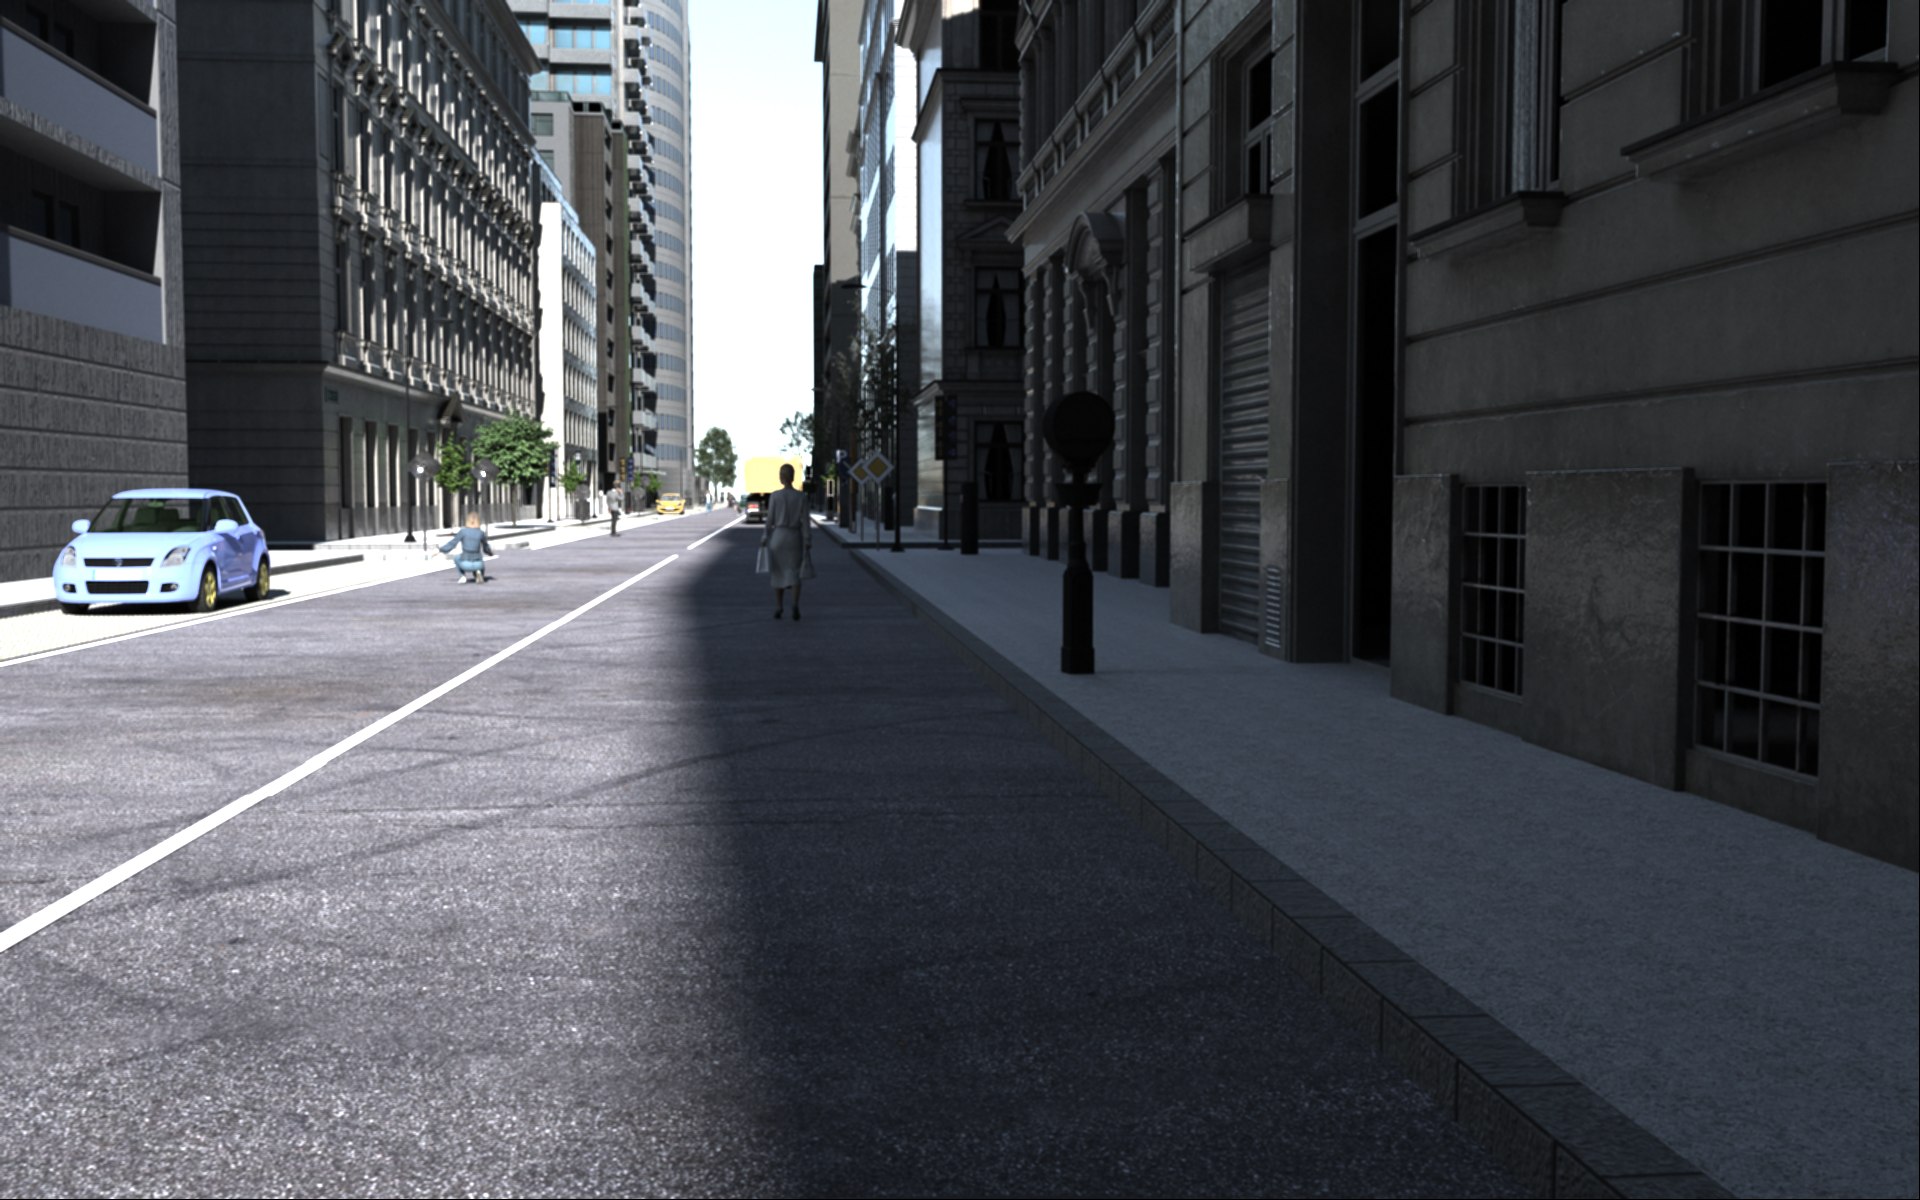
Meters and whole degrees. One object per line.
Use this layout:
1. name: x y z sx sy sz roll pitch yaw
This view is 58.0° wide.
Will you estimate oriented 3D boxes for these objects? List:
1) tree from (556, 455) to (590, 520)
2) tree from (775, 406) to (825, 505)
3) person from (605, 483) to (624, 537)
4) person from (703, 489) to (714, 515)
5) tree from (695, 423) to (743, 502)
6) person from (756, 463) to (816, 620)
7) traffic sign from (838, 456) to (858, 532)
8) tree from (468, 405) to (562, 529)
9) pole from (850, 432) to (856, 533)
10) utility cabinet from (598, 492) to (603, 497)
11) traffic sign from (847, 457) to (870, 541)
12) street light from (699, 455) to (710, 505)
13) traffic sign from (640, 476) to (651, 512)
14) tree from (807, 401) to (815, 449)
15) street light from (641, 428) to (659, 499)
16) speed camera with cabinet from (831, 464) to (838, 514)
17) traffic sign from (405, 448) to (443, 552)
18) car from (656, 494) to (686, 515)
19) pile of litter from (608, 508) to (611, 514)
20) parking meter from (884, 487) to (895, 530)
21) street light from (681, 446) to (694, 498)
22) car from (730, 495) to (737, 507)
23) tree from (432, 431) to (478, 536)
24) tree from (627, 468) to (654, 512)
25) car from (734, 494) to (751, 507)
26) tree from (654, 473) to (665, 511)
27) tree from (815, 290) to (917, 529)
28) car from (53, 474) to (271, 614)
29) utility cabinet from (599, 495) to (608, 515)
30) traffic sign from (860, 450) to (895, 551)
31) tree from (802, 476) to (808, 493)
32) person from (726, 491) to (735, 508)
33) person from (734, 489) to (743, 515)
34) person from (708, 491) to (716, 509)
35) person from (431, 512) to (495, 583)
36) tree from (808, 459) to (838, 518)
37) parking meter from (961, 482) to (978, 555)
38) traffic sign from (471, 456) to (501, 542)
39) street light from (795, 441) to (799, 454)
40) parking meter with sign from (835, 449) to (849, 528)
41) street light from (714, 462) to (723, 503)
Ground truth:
1. tree: -19.119 -5.586 85.937 1.663 3.219 1.824 0 3 0
2. tree: -18.212 -17.147 206.112 9.928 11.665 9.643 0 3 0
3. person: -11.653 -3.044 58.450 0.473 1.802 0.592 -3 5 -39
4. person: -17.221 -6.700 118.387 0.623 1.781 0.721 -2 4 -32
5. tree: -39.293 -22.126 278.767 9.611 12.733 9.660 0 3 0
6. person: -1.999 -0.667 19.758 0.694 1.780 0.624 0 4 1
7. traffic sign: -3.712 -3.560 58.311 0.768 2.556 0.104 0 4 -1
8. tree: -16.413 -4.910 63.993 4.285 4.588 4.351 0 3 0
9. pole: -3.507 -3.854 56.848 0.158 3.312 0.155 0 3 0
10. utility cabinet: -23.057 -6.133 108.951 1.173 1.500 0.318 -1 4 -20
11. traffic sign: -2.671 -2.659 47.118 0.795 2.450 0.064 0 4 -6
12. street light: -30.223 -14.198 204.685 1.470 5.913 1.316 0 4 -6
13. traffic sign: -21.901 -7.365 120.520 0.768 2.556 0.104 0 4 1
14. tree: -9.098 -10.759 126.274 4.360 8.622 3.978 0 3 0
15. street light: -21.880 -9.139 121.958 1.470 5.913 1.316 0 4 -6
16. speed camera with cabinet: -8.318 -7.270 113.201 0.660 3.252 2.038 0 4 6
17. traffic sign: -11.806 -2.113 38.185 0.795 2.450 0.064 0 4 -6
18. car: -19.890 -6.668 119.244 2.015 1.641 3.980 0 4 -7
19. pile of litter: -23.758 -6.232 115.859 1.176 0.858 1.719 0 4 -7
20. parking meter: -2.492 -3.231 61.245 0.372 1.533 0.369 0 3 0
21. street light: -26.391 -11.918 167.407 1.470 5.913 1.316 0 4 -6
22. car: -25.110 -11.171 195.225 1.945 1.354 3.894 0 4 -7
23. tree: -15.391 -3.564 52.875 1.663 3.219 1.824 0 3 0
24. tree: -23.459 -8.059 126.358 1.663 3.219 1.824 0 3 0
25. car: -21.645 -9.930 174.156 2.131 1.459 4.920 0 4 -6
26. tree: -23.471 -8.383 131.657 1.663 3.219 1.824 0 3 0
27. tree: -3.062 -6.888 62.986 4.360 8.622 3.978 0 3 0
28. car: -9.950 -0.743 21.735 1.945 1.707 3.694 0 4 -7
29. utility cabinet: -21.645 -5.744 105.079 0.306 1.237 1.020 -2 4 -26
30. traffic sign: -1.861 -2.173 39.174 0.795 2.450 0.064 0 4 -6
31. tree: -14.086 -10.389 164.461 1.663 3.219 1.824 0 3 0
32. person: -23.905 -10.476 180.336 0.990 1.755 0.434 1 4 13
33. person: -15.016 -6.641 117.570 0.515 1.767 0.782 -1 4 -18
34. person: -23.259 -9.285 161.018 1.217 1.736 0.721 -1 4 -11
35. person: -7.980 -0.849 27.879 1.012 1.151 0.738 -1 4 -21
36. tree: -6.978 -6.138 94.964 1.663 3.219 1.824 0 3 0
37. parking meter: 0.203 -1.741 36.883 0.372 1.533 0.369 0 3 0
38. traffic sign: -12.616 -2.599 46.129 0.795 2.450 0.064 0 4 -6
39. street light: -13.493 -10.968 151.869 1.470 5.913 1.316 0 4 -6
40. parking meter with sign: -4.490 -4.301 66.580 0.543 3.016 1.738 0 4 -7
41. street light: -34.892 -16.964 249.902 1.470 5.913 1.316 0 4 -6
